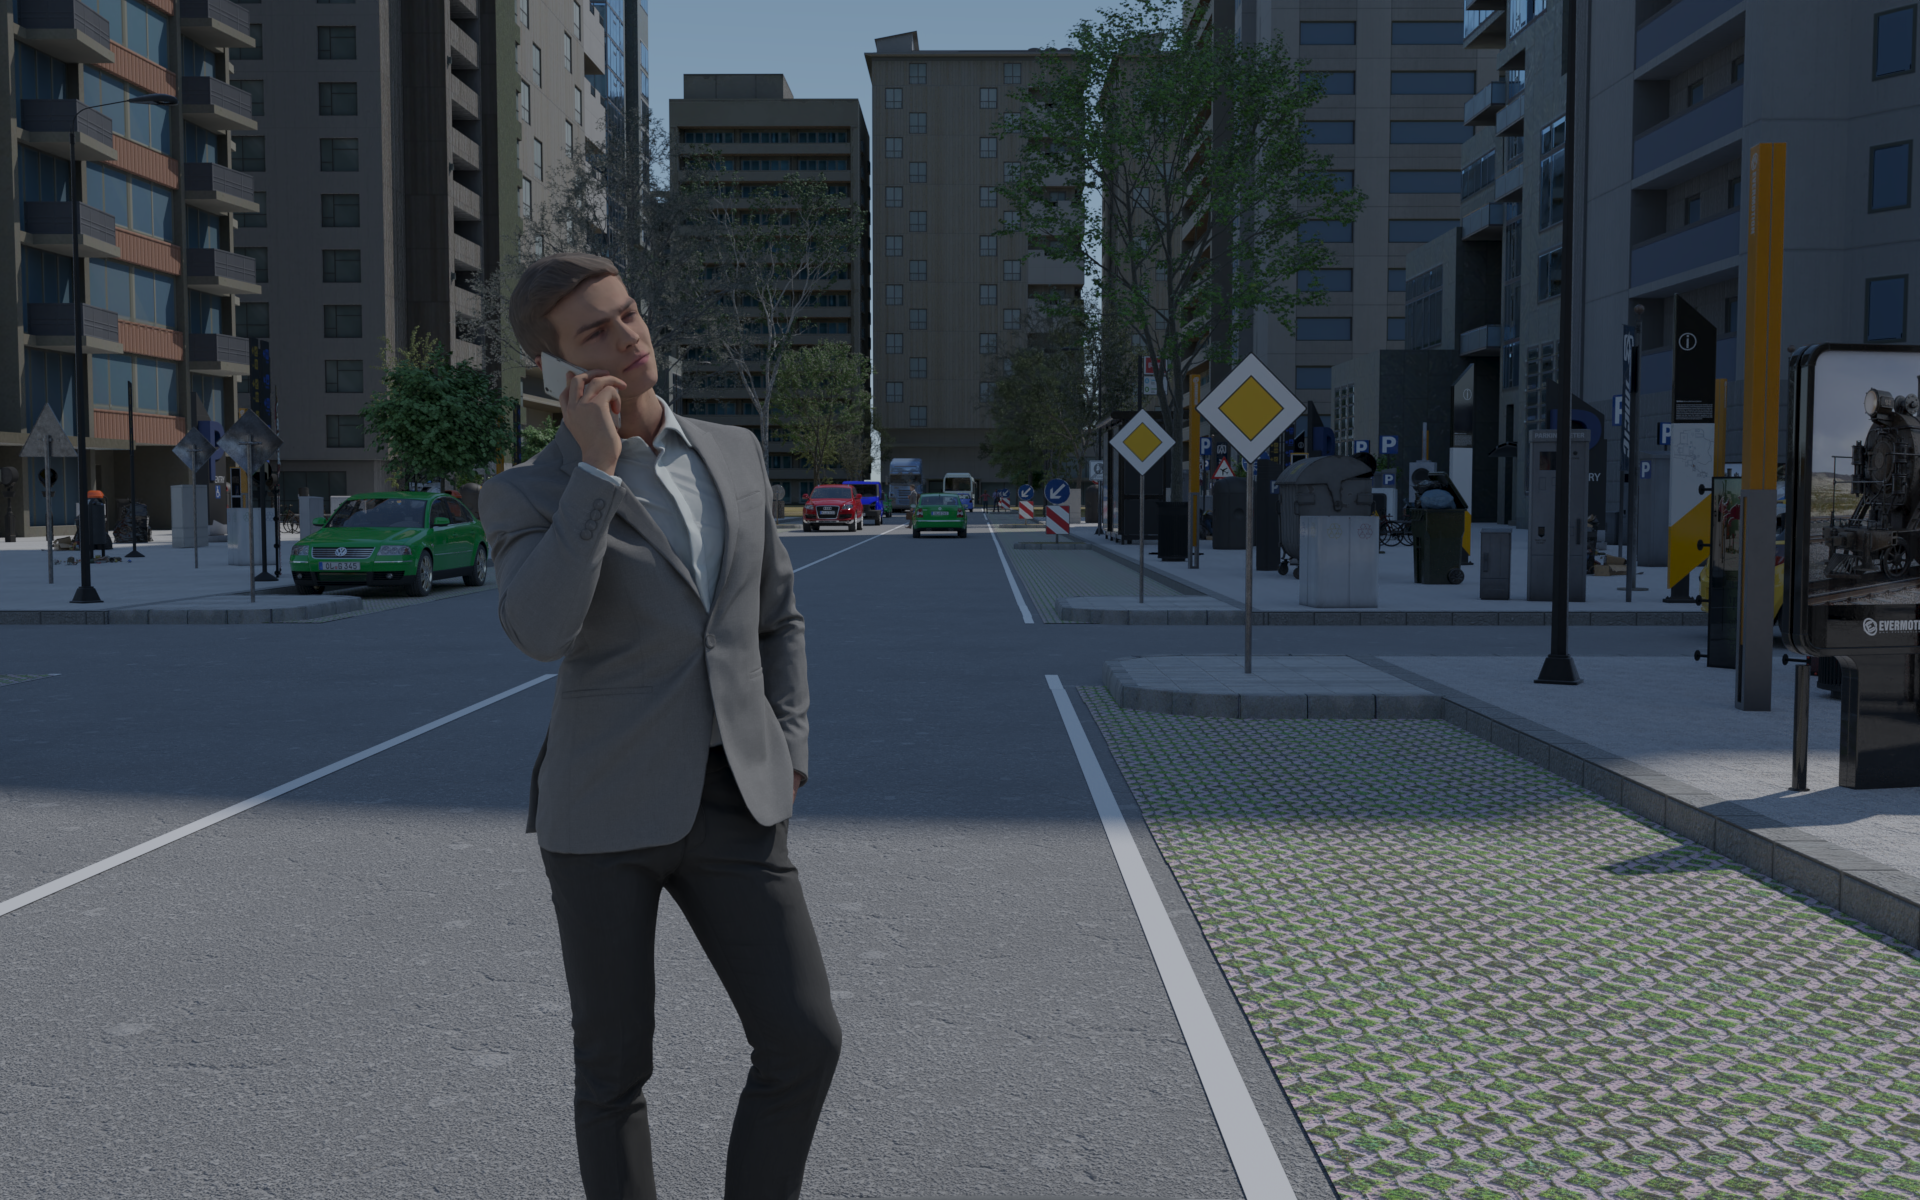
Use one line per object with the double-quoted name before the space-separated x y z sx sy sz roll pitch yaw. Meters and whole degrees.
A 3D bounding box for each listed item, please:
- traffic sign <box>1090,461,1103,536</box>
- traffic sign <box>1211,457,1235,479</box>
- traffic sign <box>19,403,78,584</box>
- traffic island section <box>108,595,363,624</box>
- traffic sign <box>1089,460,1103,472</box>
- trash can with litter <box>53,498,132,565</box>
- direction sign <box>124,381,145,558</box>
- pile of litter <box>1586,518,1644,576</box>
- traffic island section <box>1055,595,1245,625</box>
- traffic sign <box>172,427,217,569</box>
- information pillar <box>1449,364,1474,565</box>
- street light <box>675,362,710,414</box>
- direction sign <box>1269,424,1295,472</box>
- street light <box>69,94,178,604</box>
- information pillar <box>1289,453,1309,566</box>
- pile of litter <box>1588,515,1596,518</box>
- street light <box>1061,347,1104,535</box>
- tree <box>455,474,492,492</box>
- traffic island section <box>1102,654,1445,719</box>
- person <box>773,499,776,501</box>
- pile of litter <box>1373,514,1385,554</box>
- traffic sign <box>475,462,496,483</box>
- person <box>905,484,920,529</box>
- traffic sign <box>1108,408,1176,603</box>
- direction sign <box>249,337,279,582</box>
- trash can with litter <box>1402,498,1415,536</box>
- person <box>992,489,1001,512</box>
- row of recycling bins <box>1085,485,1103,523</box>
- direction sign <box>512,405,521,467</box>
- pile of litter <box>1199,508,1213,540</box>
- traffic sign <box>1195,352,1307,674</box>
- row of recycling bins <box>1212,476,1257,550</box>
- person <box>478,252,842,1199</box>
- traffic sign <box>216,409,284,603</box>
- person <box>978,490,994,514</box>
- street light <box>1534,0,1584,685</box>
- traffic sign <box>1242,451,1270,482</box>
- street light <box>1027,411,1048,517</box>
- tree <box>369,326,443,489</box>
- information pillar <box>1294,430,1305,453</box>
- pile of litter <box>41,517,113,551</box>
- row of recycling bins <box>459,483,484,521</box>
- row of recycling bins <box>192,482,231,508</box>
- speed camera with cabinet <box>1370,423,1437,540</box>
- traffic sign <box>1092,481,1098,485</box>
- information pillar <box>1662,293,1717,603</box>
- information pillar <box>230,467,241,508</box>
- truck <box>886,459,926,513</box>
"traffic sign" 4.279 -3.124 53.203 0.606 2.300 0.079 0 4 2
"traffic sign" 9.165 -3.680 60.173 0.884 2.594 0.081 0 4 3
"traffic sign" -13.004 -1.511 24.706 0.884 2.594 0.081 0 4 6
"traffic island section" -8.386 0.109 20.491 2.009 0.180 2.903 0 4 1
"traffic sign" 5.222 -3.961 64.863 0.768 2.556 0.104 0 4 3
"trash can with litter" -16.324 -1.293 32.198 1.678 1.210 2.233 0 4 -4
"direction sign" -16.758 -2.634 35.065 0.379 3.537 0.876 -1 4 -22
"pile of litter" 10.104 -0.828 27.502 1.719 0.858 1.176 -1 4 -8
"traffic island section" 2.155 0.116 20.389 2.009 0.180 2.903 0 4 1
"traffic sign" -13.158 -1.749 29.782 0.795 2.450 0.064 0 4 5
"information pillar" 9.010 -2.432 31.115 0.504 3.616 0.183 -2 4 -29
"street light" -9.425 -5.407 60.943 1.470 5.913 1.316 0 4 1
"direction sign" 10.468 -3.938 56.380 0.876 3.537 0.379 3 4 37
"street light" -9.773 -2.919 20.260 1.470 5.913 1.316 0 4 1
"information pillar" 6.094 -1.629 31.124 0.304 2.012 0.304 1 4 15
"pile of litter" 13.059 -1.391 36.701 1.176 0.858 1.719 1 4 19
"street light" 3.888 -5.032 54.820 1.470 5.913 1.316 0 4 1
"tree" -20.330 -4.690 71.278 1.663 3.219 1.824 0 3 0
"traffic island section" 2.081 0.604 12.404 2.009 0.180 2.903 0 4 1
"person" -18.780 -10.189 175.811 0.721 1.743 1.217 -2 4 -32
"pile of litter" 8.679 -1.448 37.632 1.176 0.858 1.719 1 4 22
"traffic sign" -12.841 -2.867 46.882 0.884 2.594 0.081 0 4 8
"person" -1.907 -3.863 71.622 0.822 1.834 0.622 -1 4 -20
"traffic sign" 2.131 -1.020 20.312 0.795 2.450 0.064 0 4 1
"direction sign" -10.248 -2.045 25.428 0.379 3.537 0.876 0 4 -6
"trash can with litter" 14.100 -2.564 53.311 0.624 1.170 1.055 -1 4 -23
"person" 2.864 -7.879 137.192 0.709 1.838 0.599 0 4 3
"row of recycling bins" 7.306 -4.274 76.992 3.534 1.692 1.069 -1 4 -15
"direction sign" -11.131 -3.155 43.589 0.379 3.537 0.876 0 4 -4
"pile of litter" 7.266 -2.127 48.740 1.719 0.858 1.176 -2 4 -32
"traffic sign" 2.058 -0.531 12.327 0.795 2.450 0.064 0 4 1
"row of recycling bins" 6.584 -2.099 41.432 1.069 1.692 3.534 1 4 14
"person" -0.455 0.360 2.788 0.592 1.802 0.473 -1 4 -20
"traffic sign" -8.362 -1.027 20.429 0.795 2.450 0.064 0 4 1
"person" 1.891 -7.202 126.965 1.217 1.743 0.721 1 4 13
"street light" 3.533 -2.390 11.617 1.470 5.913 1.316 0 4 1
"traffic sign" 8.094 -2.896 47.453 0.768 2.556 0.104 0 4 4
"street light" 4.234 -7.515 95.406 1.470 5.913 1.316 0 4 1
"tree" -24.264 -7.725 76.671 4.737 8.622 4.395 0 3 0
"information pillar" 12.358 -4.399 63.280 0.504 3.616 0.183 -1 4 -14
"pile of litter" -20.171 -1.567 39.587 1.176 0.858 1.719 3 5 40
"row of recycling bins" -17.455 -3.537 64.940 1.069 1.692 3.534 2 4 25
"row of recycling bins" -24.118 -2.981 55.848 1.069 1.692 3.534 -1 4 -11
"speed camera with cabinet" 12.140 -3.285 48.049 2.038 3.252 0.660 1 4 23
"traffic sign" 7.247 -5.560 91.019 0.768 2.556 0.104 0 4 5
"information pillar" 8.573 -1.771 20.315 0.504 3.616 0.183 0 4 3
"information pillar" -19.740 -2.622 47.355 0.304 2.012 0.304 0 4 -6
"truck" -3.959 -9.000 136.906 2.967 4.110 18.799 0 4 1
